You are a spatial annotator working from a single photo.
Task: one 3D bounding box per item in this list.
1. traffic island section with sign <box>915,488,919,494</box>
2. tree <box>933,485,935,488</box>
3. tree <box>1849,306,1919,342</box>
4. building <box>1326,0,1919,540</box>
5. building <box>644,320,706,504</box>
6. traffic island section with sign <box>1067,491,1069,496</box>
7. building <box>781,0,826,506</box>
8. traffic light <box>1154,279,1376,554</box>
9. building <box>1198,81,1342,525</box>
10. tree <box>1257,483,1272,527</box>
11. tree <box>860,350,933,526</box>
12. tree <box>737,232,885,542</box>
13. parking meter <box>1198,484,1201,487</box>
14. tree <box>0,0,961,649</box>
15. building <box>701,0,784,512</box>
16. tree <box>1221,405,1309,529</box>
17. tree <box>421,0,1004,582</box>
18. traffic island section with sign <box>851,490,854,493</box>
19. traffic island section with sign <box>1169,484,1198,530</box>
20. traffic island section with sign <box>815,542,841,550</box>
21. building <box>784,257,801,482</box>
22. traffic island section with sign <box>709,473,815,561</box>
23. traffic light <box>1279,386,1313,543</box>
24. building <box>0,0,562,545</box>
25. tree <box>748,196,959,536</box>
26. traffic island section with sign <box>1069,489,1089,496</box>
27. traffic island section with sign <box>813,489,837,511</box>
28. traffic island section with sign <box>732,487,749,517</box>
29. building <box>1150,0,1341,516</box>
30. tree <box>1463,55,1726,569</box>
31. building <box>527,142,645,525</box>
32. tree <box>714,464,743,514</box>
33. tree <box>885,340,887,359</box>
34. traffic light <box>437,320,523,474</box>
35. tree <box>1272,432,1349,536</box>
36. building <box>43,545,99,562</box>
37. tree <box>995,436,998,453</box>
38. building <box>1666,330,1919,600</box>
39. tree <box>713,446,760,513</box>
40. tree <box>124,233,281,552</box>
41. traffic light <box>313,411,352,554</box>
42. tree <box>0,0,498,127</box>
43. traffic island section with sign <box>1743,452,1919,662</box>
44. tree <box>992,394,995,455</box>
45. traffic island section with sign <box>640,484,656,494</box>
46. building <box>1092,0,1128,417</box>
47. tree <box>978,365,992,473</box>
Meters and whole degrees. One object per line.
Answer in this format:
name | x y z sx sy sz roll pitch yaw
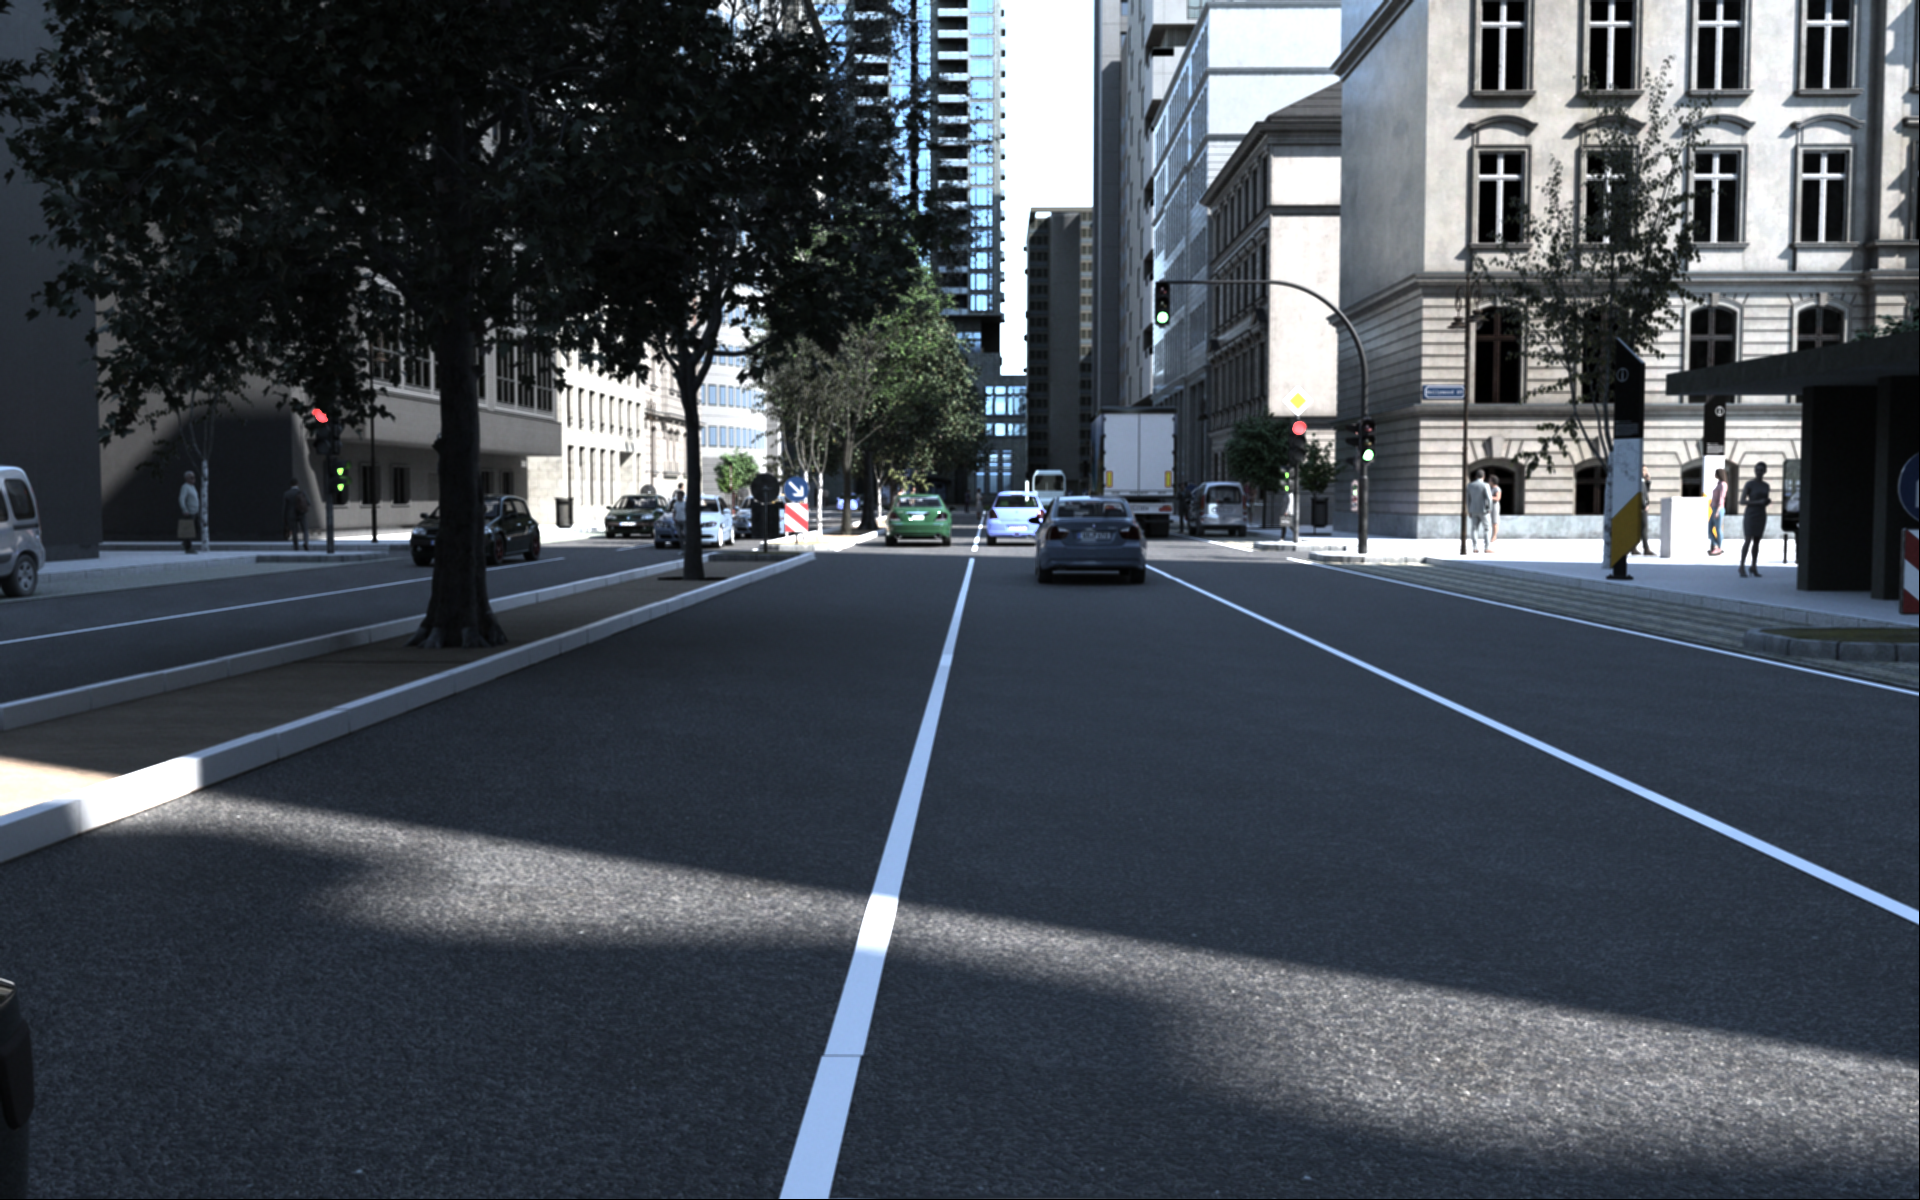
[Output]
traffic island section with sign | -2.912 -6.844 120.033 2.006 1.907 1.989 0 4 1
tree | -2.958 -8.560 92.774 4.737 8.622 4.395 0 3 0
tree | 15.847 -2.735 28.424 4.285 4.588 4.351 0 3 0
building | 29.850 -14.292 52.754 34.723 24.649 14.460 0 4 1
building | -22.710 -19.034 98.595 14.401 28.519 23.554 0 4 1
traffic island section with sign | 10.927 -10.113 173.973 1.989 1.847 2.006 0 4 1
building | -28.110 -36.189 180.932 27.495 52.752 28.713 0 4 1
traffic light | 6.488 -3.802 36.825 4.771 5.953 1.251 0 4 1
building | 17.379 -13.156 79.733 10.561 19.102 19.286 0 4 1
tree | 12.254 -4.438 67.164 1.663 3.219 1.824 0 3 0
tree | -3.589 -7.619 77.389 4.737 8.622 4.395 0 3 0
tree | -4.241 -5.766 47.091 4.360 8.622 3.978 0 3 0
parking meter | 11.927 -4.880 85.494 0.399 1.863 0.255 0 4 8
tree | -4.729 -5.915 16.169 9.611 12.733 9.660 0 3 0
building | -25.883 -36.194 133.771 21.231 58.520 28.212 0 4 1
tree | 11.181 -4.881 63.524 4.285 4.588 4.351 0 3 0
tree | -4.389 -7.056 28.190 12.009 13.543 11.850 0 3 0
traffic island section with sign | -10.985 -10.167 174.865 1.989 1.847 2.006 0 4 1
traffic island section with sign | 9.197 -3.754 70.010 1.989 1.847 2.006 0 4 1
traffic island section with sign | -4.164 -2.249 44.905 2.006 1.907 1.989 0 4 1
building | -22.159 -28.868 155.584 14.154 41.232 14.086 0 4 1
traffic island section with sign | -4.298 -1.796 37.499 2.006 1.907 1.989 0 4 1
traffic light | 8.715 -3.425 44.915 0.839 4.253 0.868 0 4 1
building | -23.223 -16.163 57.775 14.314 27.812 24.014 0 4 1
tree | -3.802 -8.006 59.115 9.928 11.665 9.643 0 3 0
traffic island section with sign | 10.476 -8.458 146.924 1.989 1.847 2.006 0 4 1
traffic island section with sign | -11.446 -8.484 147.334 1.989 1.847 2.006 0 4 1
traffic island section with sign | -12.271 -5.466 97.997 1.989 1.847 2.006 0 4 1
building | 18.409 -19.975 104.079 11.434 29.767 29.804 0 4 1
tree | 11.065 -4.853 29.701 4.360 8.622 3.978 0 3 0
building | -21.218 -13.692 78.618 10.420 20.320 16.860 0 4 1
tree | -15.226 -7.387 115.377 1.663 3.219 1.824 0 3 0
tree | -4.199 -6.038 51.543 4.360 8.622 3.978 0 3 0
traffic light | -11.350 -4.318 45.270 4.771 5.953 1.251 0 4 1
tree | 11.015 -3.636 54.057 1.663 3.219 1.824 0 3 0
building | -29.159 -14.380 28.625 24.014 27.812 14.314 0 4 1
tree | -2.399 -11.543 108.187 9.611 12.733 9.660 0 3 0
building | 20.625 -21.684 9.167 22.147 44.769 28.867 0 4 1
tree | -15.242 -8.255 118.684 4.285 4.588 4.351 0 3 0
tree | -16.884 -5.399 38.637 4.360 8.622 3.978 0 3 0
traffic light | -13.577 -2.958 37.286 0.839 4.253 0.868 0 4 1
tree | -4.772 -4.323 7.544 8.767 10.594 7.601 0 4 1
traffic island section with sign | 8.266 -0.427 15.602 1.989 1.847 2.006 0 4 1
tree | -3.254 -10.126 85.019 9.611 12.733 9.660 0 3 0
traffic island section with sign | -12.731 -3.784 70.499 1.989 1.847 2.006 0 4 1
building | 24.259 -39.012 179.837 21.231 58.520 28.212 0 4 1
tree | -3.679 -9.156 69.162 9.611 12.733 9.660 0 3 0
